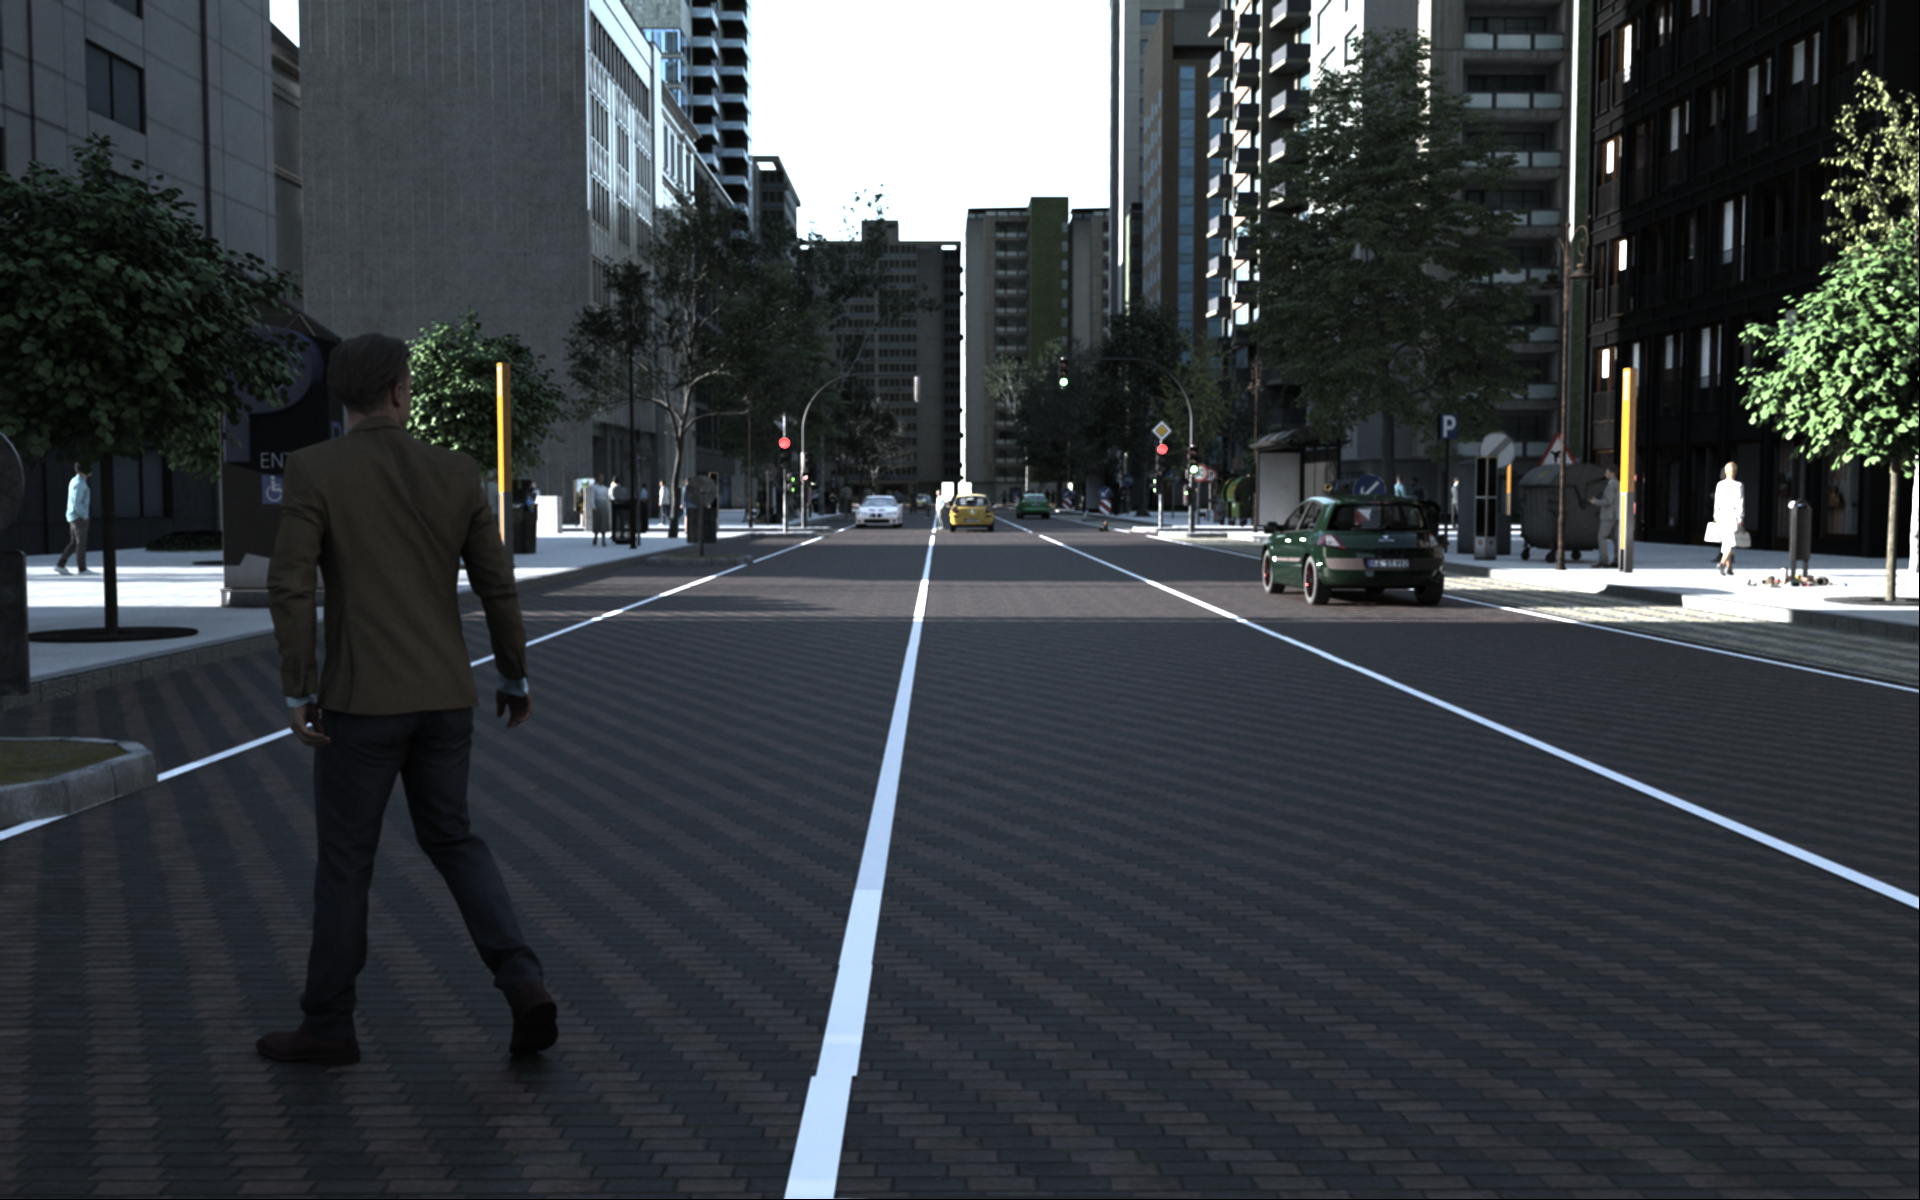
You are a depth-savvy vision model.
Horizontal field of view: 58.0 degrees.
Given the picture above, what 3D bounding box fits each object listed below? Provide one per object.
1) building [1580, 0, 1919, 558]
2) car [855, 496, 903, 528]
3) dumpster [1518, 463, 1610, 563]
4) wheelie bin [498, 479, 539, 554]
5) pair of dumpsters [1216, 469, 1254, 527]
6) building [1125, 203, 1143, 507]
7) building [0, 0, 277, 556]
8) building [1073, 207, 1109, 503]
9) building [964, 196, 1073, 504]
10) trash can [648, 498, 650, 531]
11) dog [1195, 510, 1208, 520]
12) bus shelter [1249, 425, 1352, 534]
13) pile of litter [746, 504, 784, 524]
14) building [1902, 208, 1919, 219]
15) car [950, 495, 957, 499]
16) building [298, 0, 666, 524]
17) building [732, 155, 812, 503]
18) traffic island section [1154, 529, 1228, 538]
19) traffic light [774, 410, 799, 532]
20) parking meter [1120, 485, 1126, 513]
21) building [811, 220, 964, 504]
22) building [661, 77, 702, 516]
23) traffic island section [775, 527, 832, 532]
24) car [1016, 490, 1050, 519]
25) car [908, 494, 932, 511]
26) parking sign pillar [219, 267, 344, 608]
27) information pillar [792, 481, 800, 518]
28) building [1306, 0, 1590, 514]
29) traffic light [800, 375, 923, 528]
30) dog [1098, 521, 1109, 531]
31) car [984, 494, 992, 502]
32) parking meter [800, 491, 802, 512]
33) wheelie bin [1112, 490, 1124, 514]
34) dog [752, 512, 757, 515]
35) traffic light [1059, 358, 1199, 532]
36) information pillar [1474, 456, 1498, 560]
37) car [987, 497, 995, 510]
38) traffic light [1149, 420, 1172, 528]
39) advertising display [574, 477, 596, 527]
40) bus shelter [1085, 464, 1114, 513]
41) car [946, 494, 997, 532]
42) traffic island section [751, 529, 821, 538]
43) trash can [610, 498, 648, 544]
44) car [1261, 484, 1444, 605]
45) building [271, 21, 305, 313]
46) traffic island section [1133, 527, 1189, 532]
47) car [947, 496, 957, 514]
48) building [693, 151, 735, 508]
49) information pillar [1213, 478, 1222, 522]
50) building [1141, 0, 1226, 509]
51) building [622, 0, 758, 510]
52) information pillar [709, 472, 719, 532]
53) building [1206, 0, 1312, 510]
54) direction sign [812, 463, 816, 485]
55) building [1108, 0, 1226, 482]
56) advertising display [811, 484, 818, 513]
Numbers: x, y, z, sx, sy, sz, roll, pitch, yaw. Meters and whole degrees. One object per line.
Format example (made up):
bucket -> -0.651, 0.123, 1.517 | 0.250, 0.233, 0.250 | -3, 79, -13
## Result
building -> 24.303, -12.989, 42.047 | 12.332, 23.373, 15.834 | 0, 4, -1
car -> -3.472, -3.826, 74.915 | 2.083, 1.381, 4.827 | 0, 4, 1
dumpster -> 11.471, -1.655, 32.810 | 1.264, 1.857, 1.865 | 0, 4, -1
wheelie bin -> -9.544, -1.804, 37.408 | 0.980, 1.594, 0.693 | 1, 4, 16
pair of dumpsters -> 11.443, -4.119, 69.832 | 1.574, 2.255, 4.437 | 0, 4, -1
building -> 23.376, -24.593, 173.804 | 14.160, 30.474, 14.107 | 0, 4, -1
building -> -29.599, -36.764, 39.338 | 20.611, 71.187, 20.563 | 0, 4, -1
building -> 22.123, -34.025, 239.909 | 14.086, 41.232, 14.154 | 0, 4, -1
building -> 7.662, -34.020, 239.815 | 14.086, 41.232, 14.154 | 0, 4, -1
trash can -> -10.574, -2.776, 57.049 | 0.748, 1.137, 0.748 | 0, 3, 0
dog -> 12.024, -4.241, 86.169 | 0.540, 0.507, 0.406 | -2, 4, -27
bus shelter -> 10.422, -3.647, 53.551 | 2.014, 3.302, 5.546 | 0, 4, -1
pile of litter -> -8.381, -3.708, 74.590 | 1.719, 0.858, 1.176 | -1, 4, -21
building -> 23.724, -11.945, 24.182 | 11.050, 23.489, 19.941 | 0, 4, -1
car -> -0.246, -12.083, 210.132 | 1.945, 1.354, 3.894 | 0, 3, 0
building -> -21.844, -16.212, 83.087 | 12.078, 24.808, 19.932 | 0, 4, -1
building -> -30.105, -30.623, 192.564 | 23.993, 40.220, 32.217 | 0, 4, -1
traffic island section -> 7.788, -2.195, 58.164 | 2.009, 0.180, 2.903 | 0, 4, -1
traffic light -> -5.813, -4.218, 57.881 | 0.839, 4.253, 0.868 | 0, 4, -1
parking meter -> 10.883, -6.719, 115.568 | 0.399, 1.863, 0.255 | -1, 4, -20
building -> -11.473, -34.025, 248.193 | 23.993, 40.220, 32.217 | 0, 4, -1
building -> -23.308, -19.391, 102.939 | 13.634, 28.700, 20.117 | 0, 4, -1
traffic island section -> -5.943, -2.674, 65.999 | 2.009, 0.180, 2.903 | 0, 4, -1
car -> 4.297, -5.713, 102.210 | 1.959, 1.807, 4.718 | 0, 4, -2
car -> -3.329, -8.228, 144.755 | 2.015, 1.641, 3.980 | 0, 4, -1
parking sign pillar -> -7.859, -1.933, 20.084 | 1.447, 3.967, 1.447 | 0, 4, 3
information pillar -> -8.759, -5.388, 92.583 | 0.304, 2.012, 0.304 | 2, 4, 28
building -> 24.792, -24.335, 81.466 | 14.086, 41.232, 14.154 | 0, 4, -1
traffic light -> -3.812, -5.581, 65.924 | 4.771, 5.953, 1.251 | 0, 4, -1
dog -> 5.498, -2.865, 67.040 | 0.748, 0.427, 0.550 | -1, 4, -21
car -> 2.492, -10.767, 188.044 | 2.014, 1.417, 4.499 | 0, 4, -1
parking meter -> -11.017, -6.891, 121.076 | 0.372, 1.533, 0.369 | 0, 3, 0
wheelie bin -> 10.240, -6.401, 112.563 | 0.693, 1.594, 0.980 | 1, 4, 22
dog -> -12.447, -5.274, 103.961 | 0.550, 0.427, 0.748 | -2, 4, -25
traffic light -> 5.657, -5.090, 57.885 | 4.771, 5.953, 1.251 | 0, 4, -1
information pillar -> 10.250, -1.789, 33.750 | 0.304, 2.012, 0.304 | -2, 4, -32
car -> 0.811, -4.557, 87.082 | 1.945, 1.354, 3.894 | 0, 4, -1
traffic light -> 7.657, -4.716, 66.034 | 0.839, 4.253, 0.868 | 0, 4, -1
advertising display -> -14.560, -3.795, 67.258 | 0.123, 1.923, 0.974 | 3, 5, 40
bus shelter -> 9.434, -7.544, 117.263 | 2.014, 3.302, 5.546 | 0, 4, -1
car -> 0.460, -3.503, 67.495 | 2.015, 1.641, 3.980 | 0, 4, 0
traffic island section -> -5.853, -2.186, 58.015 | 2.009, 0.180, 2.903 | 0, 4, -1
trash can -> -8.618, -2.004, 44.425 | 0.748, 1.137, 0.748 | 0, 3, 0
car -> 5.322, -0.859, 23.831 | 2.009, 1.686, 4.222 | 0, 4, -2
building -> -38.660, -15.235, 77.968 | 19.941, 23.489, 11.050 | 0, 4, -1
traffic island section -> 7.697, -2.683, 66.149 | 2.009, 0.180, 2.903 | 0, 4, -1
car -> 0.038, -7.078, 128.306 | 1.945, 1.354, 3.894 | 0, 4, -1
building -> -24.782, -20.296, 125.346 | 14.314, 27.812, 24.014 | 0, 4, -1
information pillar -> 11.665, -4.521, 78.409 | 0.304, 2.012, 0.304 | -1, 4, -14
building -> 24.424, -31.105, 158.670 | 14.600, 45.320, 14.200 | 0, 4, -1
building -> -29.181, -51.535, 155.275 | 22.319, 86.520, 31.000 | 0, 4, -1
information pillar -> -8.349, -3.321, 58.787 | 0.304, 2.012, 0.304 | 0, 4, -6
building -> 29.905, -28.836, 126.092 | 22.147, 44.769, 28.867 | 0, 4, -1
direction sign -> -10.765, -8.313, 127.917 | 0.379, 3.537, 0.876 | 1, 4, 14
building -> 27.251, -39.911, 194.542 | 21.231, 58.520, 28.212 | 0, 4, -1
advertising display -> -9.612, -6.797, 116.350 | 0.974, 1.923, 0.123 | 1, 4, 21
